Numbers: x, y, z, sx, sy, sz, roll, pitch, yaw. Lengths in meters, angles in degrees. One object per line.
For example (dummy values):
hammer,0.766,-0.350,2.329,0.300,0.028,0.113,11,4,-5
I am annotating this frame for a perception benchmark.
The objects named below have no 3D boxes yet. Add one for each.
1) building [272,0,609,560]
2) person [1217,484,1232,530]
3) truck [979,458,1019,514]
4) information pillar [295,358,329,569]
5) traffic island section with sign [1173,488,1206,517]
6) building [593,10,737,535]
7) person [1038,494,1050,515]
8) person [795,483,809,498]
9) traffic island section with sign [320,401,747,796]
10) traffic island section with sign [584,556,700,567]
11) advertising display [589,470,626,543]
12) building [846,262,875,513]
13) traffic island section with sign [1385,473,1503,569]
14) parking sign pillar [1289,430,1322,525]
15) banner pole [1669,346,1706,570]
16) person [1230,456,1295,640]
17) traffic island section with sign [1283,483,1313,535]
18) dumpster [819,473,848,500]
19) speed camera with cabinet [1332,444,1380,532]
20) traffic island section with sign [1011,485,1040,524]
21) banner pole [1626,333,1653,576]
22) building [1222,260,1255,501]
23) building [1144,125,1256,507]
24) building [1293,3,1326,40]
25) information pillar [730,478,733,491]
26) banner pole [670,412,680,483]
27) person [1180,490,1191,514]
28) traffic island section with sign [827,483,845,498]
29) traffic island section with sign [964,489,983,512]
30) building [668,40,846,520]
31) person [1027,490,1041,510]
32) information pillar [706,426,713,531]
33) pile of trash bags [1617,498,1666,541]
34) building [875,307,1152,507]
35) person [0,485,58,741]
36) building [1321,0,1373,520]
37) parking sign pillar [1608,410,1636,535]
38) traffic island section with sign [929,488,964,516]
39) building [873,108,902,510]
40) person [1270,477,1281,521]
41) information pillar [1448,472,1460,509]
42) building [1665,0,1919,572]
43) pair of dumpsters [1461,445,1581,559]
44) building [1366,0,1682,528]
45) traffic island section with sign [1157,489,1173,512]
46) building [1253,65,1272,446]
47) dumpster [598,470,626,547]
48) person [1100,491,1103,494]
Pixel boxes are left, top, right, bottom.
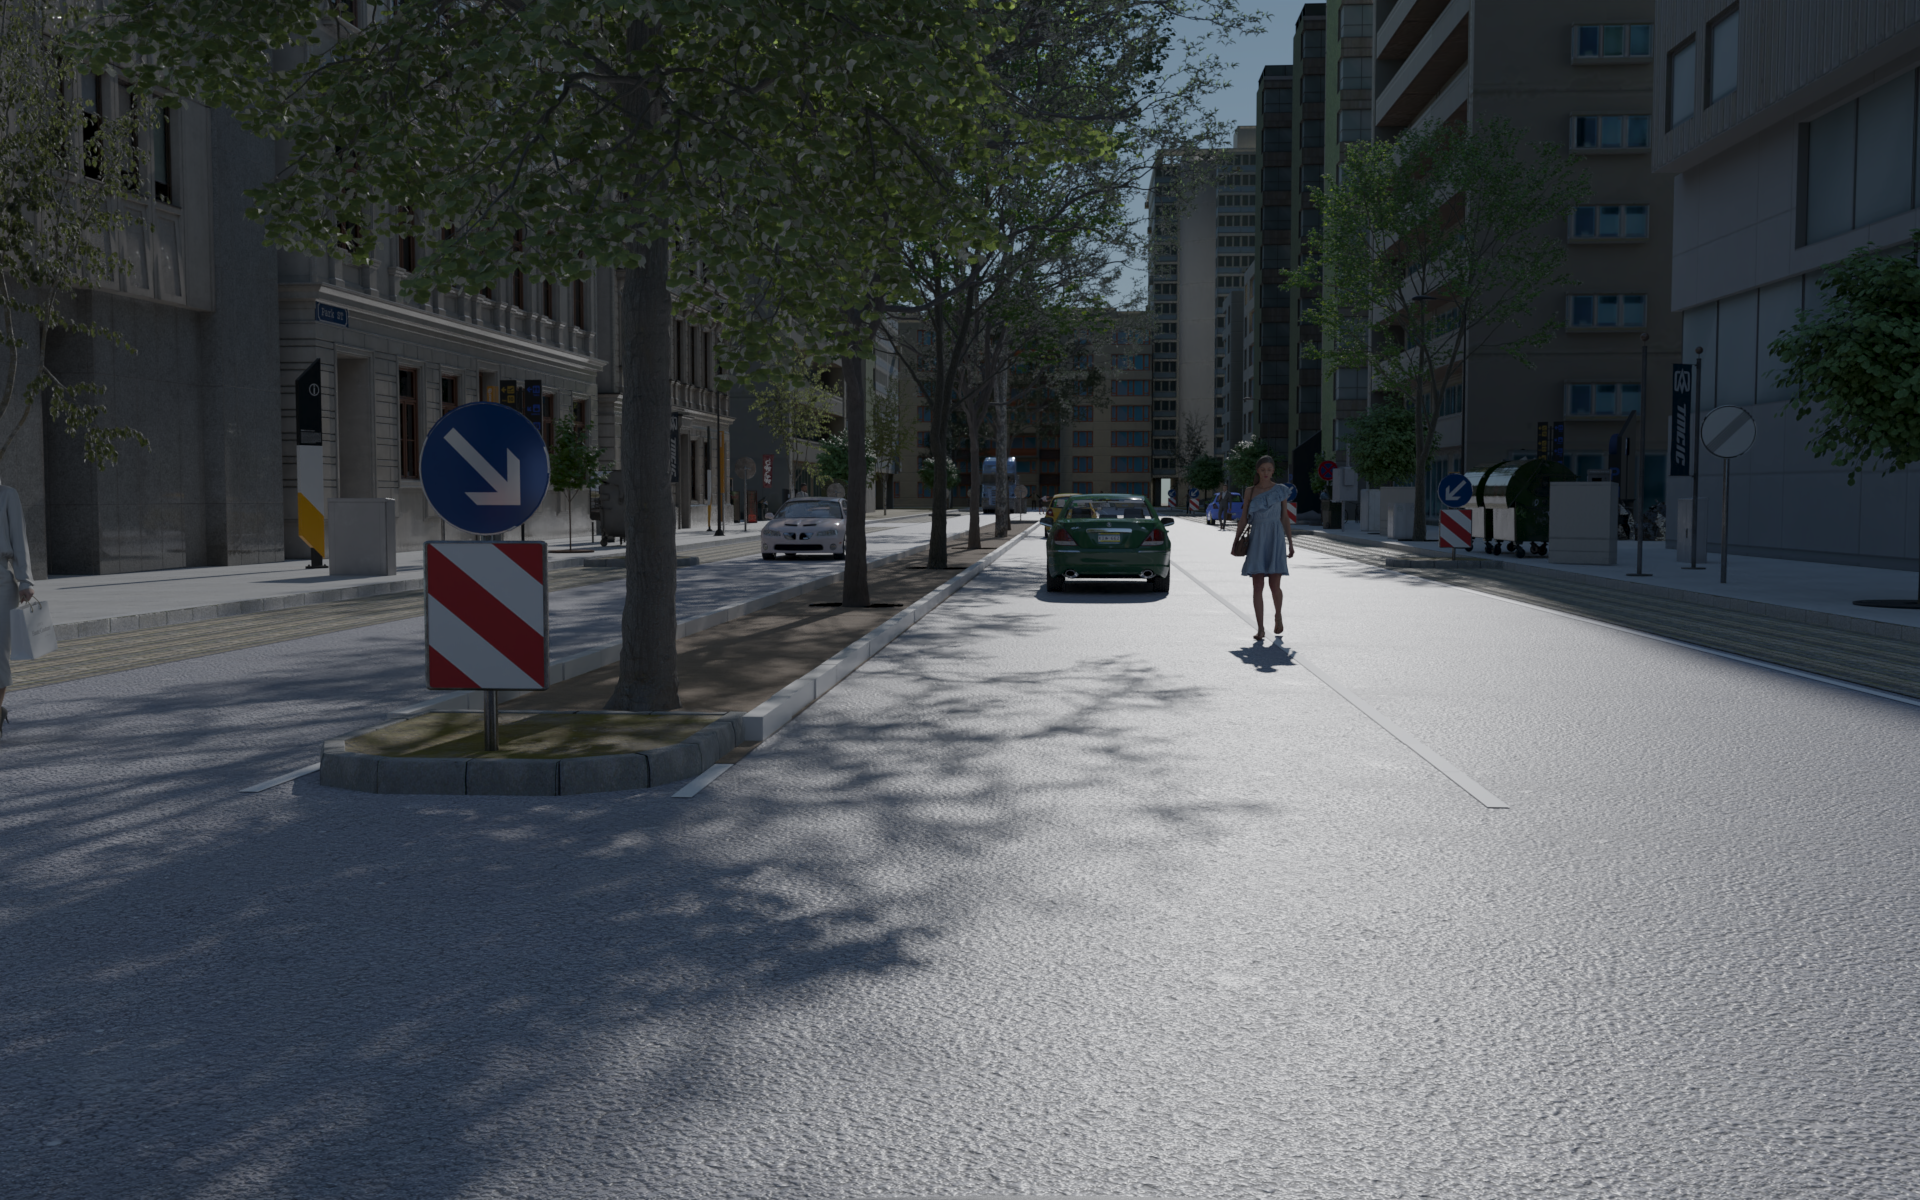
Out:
building,-16.798,-12.664,43.208,11.583,22.565,21.152,0,4,4
person,10.624,-3.737,69.567,0.622,1.834,0.822,1,4,19
truck,3.303,-8.807,133.756,2.967,4.110,18.799,0,4,3
information pillar,-11.129,-2.344,29.687,0.183,3.616,0.504,2,4,30
traffic island section with sign,14.773,-6.226,110.429,1.989,1.847,2.006,0,4,4
building,-14.823,-12.158,63.406,10.561,19.102,19.286,0,4,4
person,5.839,-6.637,120.198,0.799,1.438,0.628,-2,4,-33
person,-5.271,-3.011,58.006,0.850,1.792,0.678,3,4,38
traffic island section with sign,-2.293,-0.064,9.178,2.006,1.907,1.989,0,4,4
traffic island section with sign,-6.309,-1.596,34.718,1.989,1.847,2.006,0,4,4
advertising display,-9.302,-2.482,45.788,0.974,1.923,0.123,0,4,3
building,-13.433,-26.343,114.302,14.154,41.232,14.086,0,4,4
traffic island section with sign,9.457,-1.554,34.037,1.989,1.847,2.006,0,4,4
parking sign pillar,14.490,-5.155,72.763,1.447,3.967,1.447,-1,4,-14
banner pole,12.329,-2.407,29.375,0.863,3.779,0.401,-2,4,-27
person,3.019,-0.530,17.258,0.616,1.811,0.778,1,4,22
traffic island section with sign,11.322,-3.199,60.928,1.989,1.847,2.006,0,4,4
dumpster,-5.600,-4.670,78.843,1.502,2.255,1.985,0,4,4
speed camera with cabinet,13.798,-3.971,59.266,2.038,3.252,0.660,-1,4,-15
traffic island section with sign,2.920,-4.648,84.136,2.006,1.907,1.989,0,4,4
banner pole,10.734,-2.277,27.246,0.401,3.779,0.863,1,4,22
building,36.464,-18.107,141.094,27.650,21.520,28.899,0,4,4
building,32.043,-30.166,185.096,23.993,40.220,32.217,0,4,4
building,27.021,-20.429,105.717,14.160,30.474,14.107,0,4,4
information pillar,-10.672,-4.625,80.106,0.304,2.012,0.304,-1,4,-16
banner pole,-7.785,-3.457,46.542,0.401,3.779,0.863,-3,5,-43
person,15.346,-6.565,116.560,1.217,1.735,0.721,-2,4,-27
traffic island section with sign,-4.427,-3.247,61.719,1.989,1.847,2.006,0,4,4
traffic island section with sign,0.960,-7.975,139.019,1.989,1.847,2.006,0,4,4
building,-18.388,-28.894,96.116,21.300,48.544,21.600,0,4,4
person,6.789,-9.195,158.926,1.348,1.812,0.705,0,4,-1
information pillar,-8.647,-4.182,59.733,0.183,3.616,0.504,0,4,-3
pile of trash bags,18.413,-2.386,48.766,1.912,1.369,3.447,-3,5,-41
building,5.390,-20.784,184.853,28.899,21.520,27.650,0,4,4
person,-5.443,-0.054,9.734,0.694,1.780,0.624,0,4,5
building,26.114,-24.932,91.226,14.154,41.232,14.086,0,4,4
parking sign pillar,21.094,-4.082,55.219,1.447,3.967,1.447,3,5,40
traffic island section with sign,-0.957,-6.296,111.562,1.989,1.847,2.006,0,4,4
building,-17.303,-27.613,143.350,23.993,40.220,32.217,0,4,4
person,7.135,-1.907,39.704,0.581,1.822,0.654,2,4,24
information pillar,16.476,-3.262,57.825,0.304,2.012,0.304,2,4,30
building,27.861,-26.621,24.486,27.495,52.752,28.713,0,4,4
pair of dumpsters,11.697,-2.072,36.368,1.574,2.255,4.437,0,4,4
building,28.836,-27.184,68.168,21.300,48.544,21.600,0,4,4
traffic island section with sign,16.649,-7.871,137.319,1.989,1.847,2.006,0,4,4
building,27.265,-21.299,119.944,14.160,30.474,14.107,0,4,4
dumpster,-8.154,-2.270,42.870,1.264,1.857,1.865,0,4,4
person,12.623,-8.966,155.915,0.721,1.723,1.217,-1,4,-22
